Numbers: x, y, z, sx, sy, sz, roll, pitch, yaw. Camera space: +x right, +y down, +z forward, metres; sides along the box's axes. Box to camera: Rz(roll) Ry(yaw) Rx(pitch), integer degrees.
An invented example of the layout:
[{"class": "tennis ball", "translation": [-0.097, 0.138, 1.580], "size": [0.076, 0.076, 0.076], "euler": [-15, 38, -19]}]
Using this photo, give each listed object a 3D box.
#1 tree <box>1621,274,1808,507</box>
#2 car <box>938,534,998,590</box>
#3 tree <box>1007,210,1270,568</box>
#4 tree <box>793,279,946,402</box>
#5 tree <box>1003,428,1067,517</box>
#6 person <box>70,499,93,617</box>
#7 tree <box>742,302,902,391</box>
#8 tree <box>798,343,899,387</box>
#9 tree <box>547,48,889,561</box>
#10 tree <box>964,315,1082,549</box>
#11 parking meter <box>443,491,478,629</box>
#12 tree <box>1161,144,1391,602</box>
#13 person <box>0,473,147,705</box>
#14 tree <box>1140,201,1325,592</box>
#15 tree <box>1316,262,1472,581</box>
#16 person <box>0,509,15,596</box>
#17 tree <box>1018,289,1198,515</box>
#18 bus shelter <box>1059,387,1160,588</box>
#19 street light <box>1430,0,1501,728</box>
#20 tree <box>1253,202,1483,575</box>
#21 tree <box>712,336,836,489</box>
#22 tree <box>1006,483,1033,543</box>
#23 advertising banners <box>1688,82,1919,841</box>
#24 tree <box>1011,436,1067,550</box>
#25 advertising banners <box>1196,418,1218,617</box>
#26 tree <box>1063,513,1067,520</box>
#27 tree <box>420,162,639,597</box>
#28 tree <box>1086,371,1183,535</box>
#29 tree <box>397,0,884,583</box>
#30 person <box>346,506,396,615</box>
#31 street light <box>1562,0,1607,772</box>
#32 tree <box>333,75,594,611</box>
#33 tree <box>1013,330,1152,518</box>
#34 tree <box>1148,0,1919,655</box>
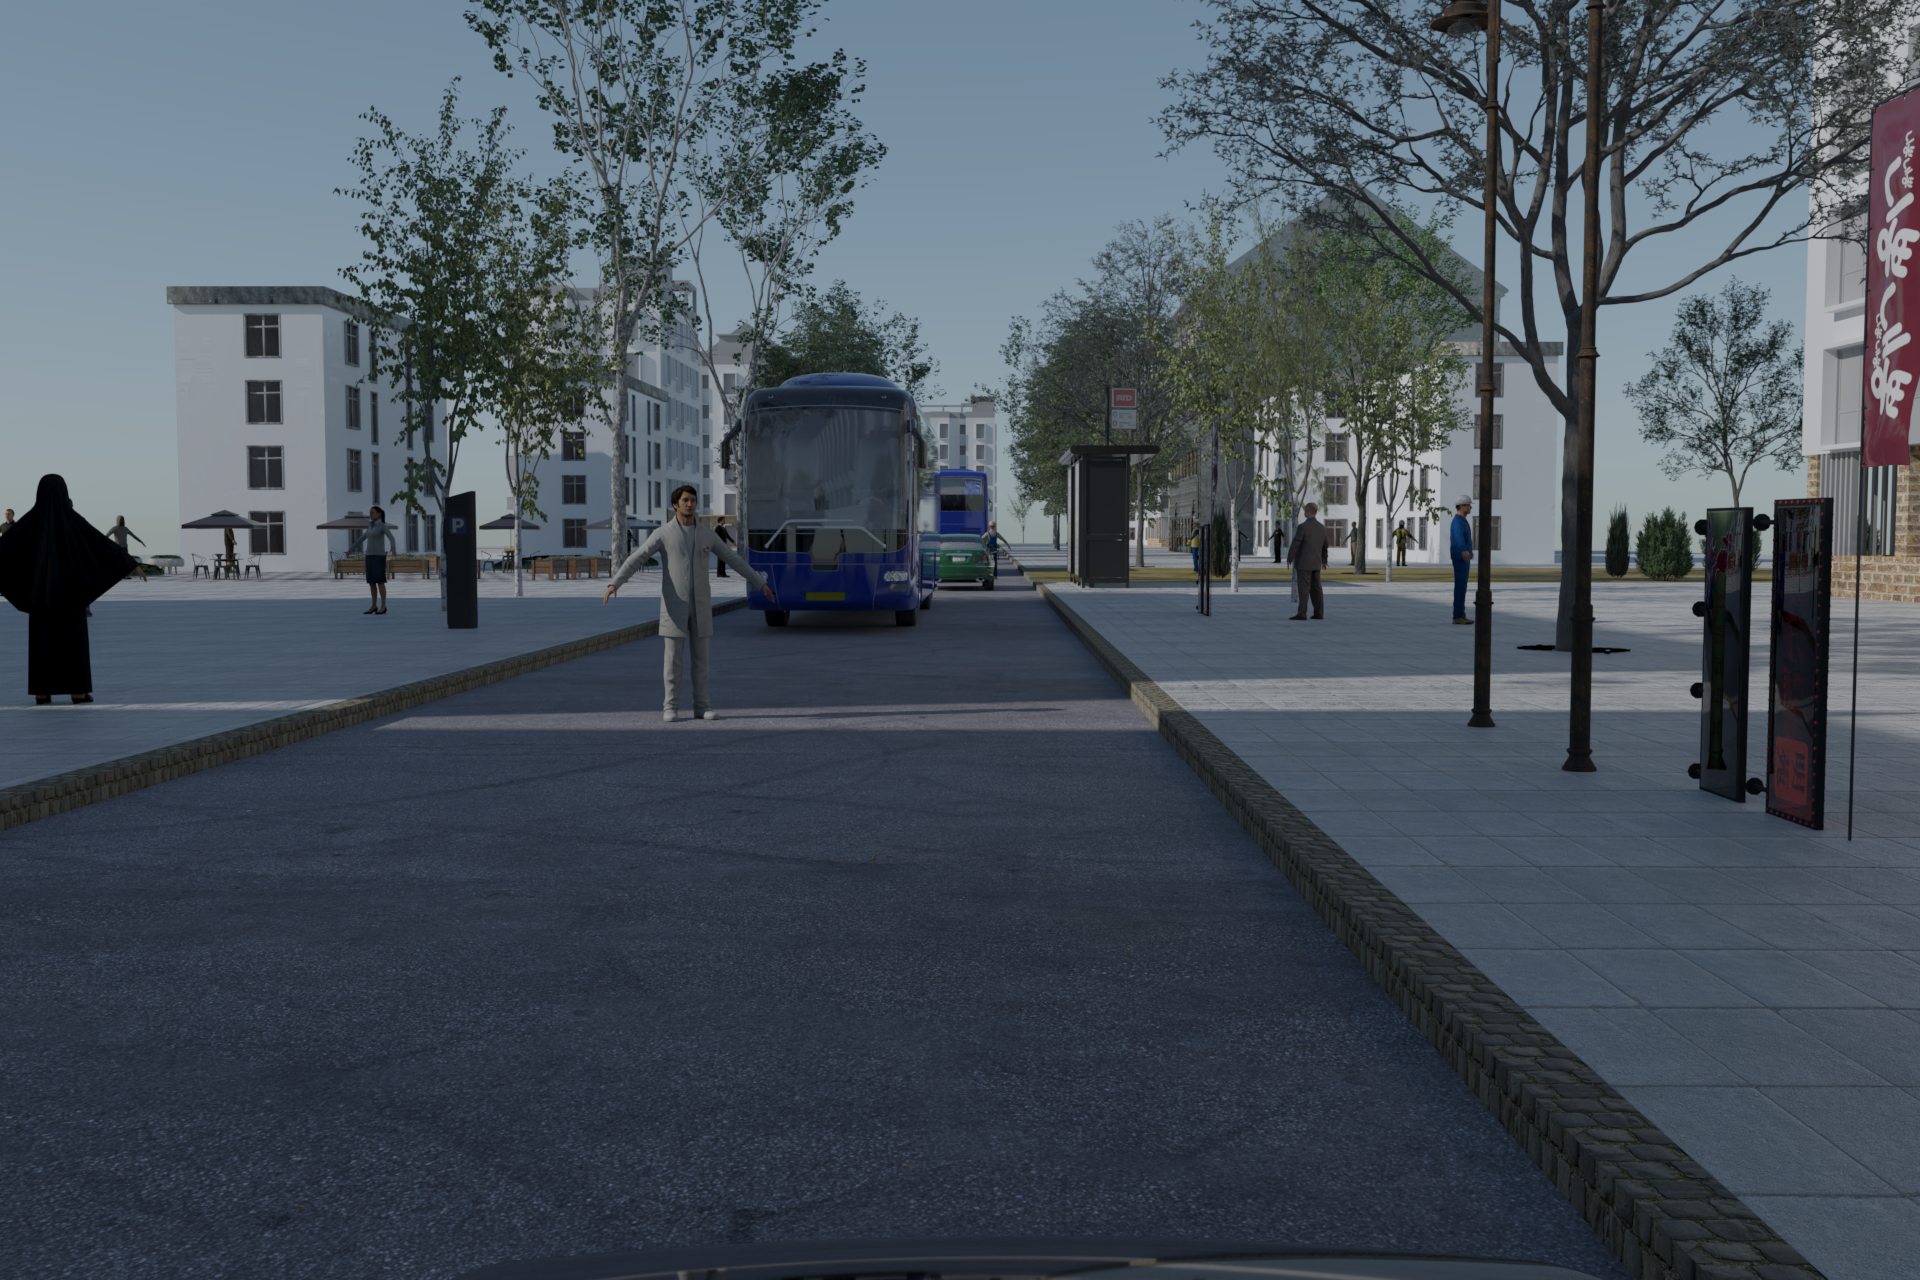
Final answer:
[{"class": "tree", "translation": [27.779, -7.768, 61.418], "size": [8.767, 10.594, 7.601], "euler": [2, 4, 27]}, {"class": "car", "translation": [-0.044, -2.062, 45.505], "size": [2.131, 1.459, 4.920], "euler": [0, 4, 0]}, {"class": "tree", "translation": [6.980, -9.534, 66.255], "size": [12.009, 13.543, 11.850], "euler": [0, 3, 0]}, {"class": "tree", "translation": [-7.371, -16.594, 127.202], "size": [12.611, 20.169, 13.585], "euler": [0, 3, 0]}, {"class": "tree", "translation": [7.429, -11.333, 119.708], "size": [8.767, 10.594, 7.601], "euler": [-3, 5, -43]}, {"class": "person", "translation": [-13.809, -1.274, 26.744], "size": [0.599, 1.838, 0.709], "euler": [2, 4, 29]}, {"class": "tree", "translation": [-7.650, -11.620, 96.646], "size": [9.857, 13.997, 8.962], "euler": [0, 3, 0]}, {"class": "tree", "translation": [-7.747, -12.589, 112.484], "size": [9.857, 13.997, 8.962], "euler": [0, 3, 0]}, {"class": "tree", "translation": [-9.561, -13.007, 68.561], "size": [12.611, 20.169, 13.585], "euler": [0, 3, 0]}, {"class": "tree", "translation": [7.224, -18.025, 150.603], "size": [12.611, 20.169, 13.585], "euler": [0, 3, 0]}, {"class": "parking meter", "translation": [-6.779, -1.088, 23.500], "size": [0.399, 1.863, 0.255], "euler": [0, 4, 2]}, {"class": "tree", "translation": [6.519, -5.023, 32.481], "size": [4.360, 8.622, 3.978], "euler": [0, 3, 0]}, {"class": "person", "translation": [-6.823, -0.388, 13.138], "size": [1.214, 1.737, 0.721], "euler": [-1, 4, -9]}, {"class": "tree", "translation": [6.038, -5.353, 37.886], "size": [4.737, 8.622, 4.395], "euler": [0, 3, 0]}, {"class": "tree", "translation": [11.592, -5.878, 46.462], "size": [4.737, 8.622, 4.395], "euler": [0, 3, 0]}, {"class": "person", "translation": [-19.514, -1.796, 35.590], "size": [1.348, 1.803, 0.705], "euler": [0, 4, -3]}, {"class": "tree", "translation": [7.906, -11.277, 91.036], "size": [9.857, 13.997, 8.962], "euler": [0, 3, 0]}, {"class": "bus shelter", "translation": [3.737, -4.122, 45.032], "size": [2.179, 5.291, 8.768], "euler": [0, 4, 1]}, {"class": "street light", "translation": [3.481, -2.361, 11.383], "size": [0.468, 5.910, 1.993], "euler": [0, 4, 1]}, {"class": "tree", "translation": [12.857, -7.908, 55.049], "size": [9.928, 11.665, 9.643], "euler": [0, 3, 0]}, {"class": "tree", "translation": [-8.220, -9.035, 82.138], "size": [7.601, 10.594, 8.767], "euler": [-1, 4, -11]}, {"class": "tree", "translation": [9.093, -17.844, 242.109], "size": [4.360, 8.622, 3.978], "euler": [0, 3, 0]}, {"class": "advertising banners", "translation": [3.725, -0.702, 7.670], "size": [0.090, 3.025, 2.074], "euler": [0, 4, 1]}, {"class": "tree", "translation": [7.575, -12.358, 136.464], "size": [8.767, 10.594, 7.601], "euler": [2, 4, 34]}, {"class": "advertising banners", "translation": [3.878, -1.896, 27.181], "size": [0.090, 3.025, 2.074], "euler": [0, 4, 1]}, {"class": "tree", "translation": [16.658, -17.935, 243.605], "size": [4.360, 8.622, 3.978], "euler": [0, 3, 0]}, {"class": "tree", "translation": [-8.838, -5.202, 35.407], "size": [4.737, 8.622, 4.395], "euler": [0, 3, 0]}, {"class": "tree", "translation": [7.499, -7.765, 77.320], "size": [4.737, 8.622, 4.395], "euler": [0, 3, 0]}, {"class": "tree", "translation": [-8.446, -11.643, 46.257], "size": [12.611, 20.169, 13.585], "euler": [0, 3, 0]}, {"class": "person", "translation": [-9.383, -1.273, 27.649], "size": [1.217, 1.735, 0.721], "euler": [2, 4, 35]}, {"class": "street light", "translation": [3.364, -2.229, 9.230], "size": [0.468, 5.910, 1.993], "euler": [0, 4, 1]}, {"class": "tree", "translation": [-8.495, -4.803, 28.889], "size": [4.737, 8.622, 4.395], "euler": [0, 3, 0]}, {"class": "tree", "translation": [7.453, -12.068, 103.972], "size": [9.857, 13.997, 8.962], "euler": [0, 3, 0]}, {"class": "tree", "translation": [6.582, -6.614, 18.512], "size": [12.009, 13.543, 11.850], "euler": [0, 3, 0]}]
